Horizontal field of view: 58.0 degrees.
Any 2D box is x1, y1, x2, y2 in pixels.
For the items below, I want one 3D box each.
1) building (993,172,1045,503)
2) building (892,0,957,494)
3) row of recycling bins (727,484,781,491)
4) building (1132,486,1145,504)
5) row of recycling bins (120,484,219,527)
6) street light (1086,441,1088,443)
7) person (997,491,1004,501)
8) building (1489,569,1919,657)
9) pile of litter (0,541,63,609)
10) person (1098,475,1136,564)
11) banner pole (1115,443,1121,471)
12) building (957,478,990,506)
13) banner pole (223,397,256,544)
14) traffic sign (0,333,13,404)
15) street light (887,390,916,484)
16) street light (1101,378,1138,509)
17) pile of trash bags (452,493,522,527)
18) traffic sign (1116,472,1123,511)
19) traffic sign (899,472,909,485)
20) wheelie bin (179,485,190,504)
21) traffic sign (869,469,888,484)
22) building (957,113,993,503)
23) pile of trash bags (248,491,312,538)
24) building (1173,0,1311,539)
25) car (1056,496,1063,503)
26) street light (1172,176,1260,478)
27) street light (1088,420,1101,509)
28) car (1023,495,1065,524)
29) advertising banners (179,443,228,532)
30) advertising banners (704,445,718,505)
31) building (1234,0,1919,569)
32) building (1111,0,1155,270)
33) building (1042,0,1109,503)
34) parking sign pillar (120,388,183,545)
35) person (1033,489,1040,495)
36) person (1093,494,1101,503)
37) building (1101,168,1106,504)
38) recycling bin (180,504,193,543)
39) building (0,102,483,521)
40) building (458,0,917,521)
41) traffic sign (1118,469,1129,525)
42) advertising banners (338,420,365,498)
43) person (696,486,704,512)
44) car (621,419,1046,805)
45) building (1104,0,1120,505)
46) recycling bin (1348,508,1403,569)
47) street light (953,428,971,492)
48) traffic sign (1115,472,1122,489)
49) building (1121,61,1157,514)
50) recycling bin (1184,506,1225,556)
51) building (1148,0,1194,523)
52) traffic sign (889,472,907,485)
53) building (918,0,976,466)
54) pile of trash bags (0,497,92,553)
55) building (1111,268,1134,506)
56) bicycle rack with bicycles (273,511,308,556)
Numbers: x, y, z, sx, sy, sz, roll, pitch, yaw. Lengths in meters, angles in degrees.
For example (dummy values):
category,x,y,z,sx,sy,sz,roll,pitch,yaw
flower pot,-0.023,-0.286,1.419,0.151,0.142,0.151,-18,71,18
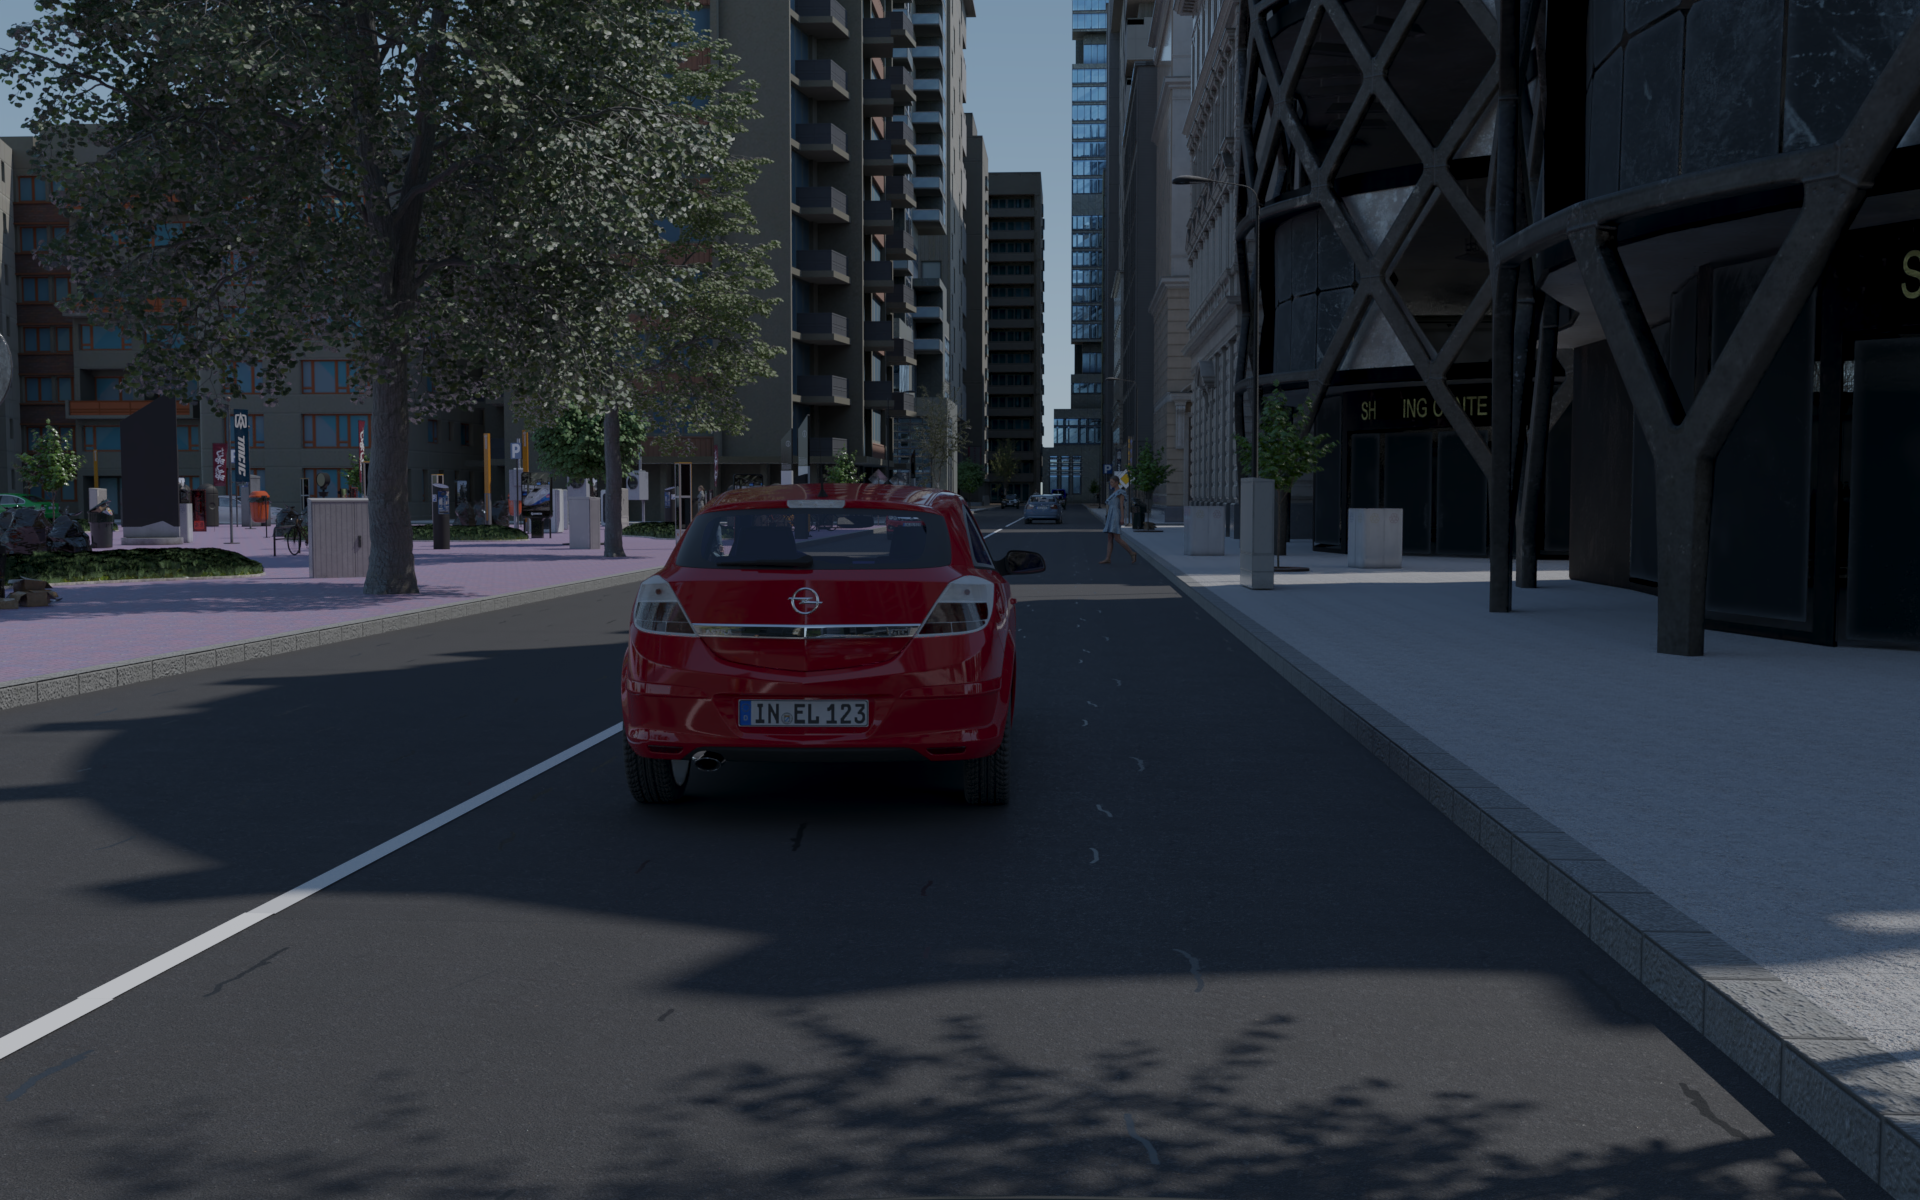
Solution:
category,x,y,z,sx,sy,sz,roll,pitch,yaw
building,1.185,-38.168,247.748,21.600,48.544,21.300,0,4,4
building,-11.032,-49.934,129.096,22.319,86.520,31.000,0,4,4
row of recycling bins,-7.516,-3.695,67.529,3.534,1.692,1.069,-3,5,-45
building,17.414,-15.867,124.059,10.561,19.102,19.286,0,4,4
row of recycling bins,-30.899,-3.708,67.736,3.534,1.692,1.069,-1,4,-19
street light,11.748,-10.985,152.140,1.470,5.913,1.316,0,4,4
person,5.694,-13.851,234.599,1.348,1.869,0.705,2,4,25
building,13.782,-9.136,16.820,16.820,18.784,16.811,0,4,4
pile of litter,-10.937,-0.365,19.932,1.176,0.858,1.719,1,4,11
person,3.218,-1.646,35.500,0.778,1.811,0.616,0,4,-5
banner pole,7.697,-5.783,84.571,0.401,3.779,0.863,-1,4,-20
building,-13.071,-30.653,193.061,32.217,40.220,23.993,0,4,4
banner pole,-18.688,-3.349,44.780,0.401,3.779,0.863,2,4,26
traffic sign,-7.018,-0.738,12.177,0.768,2.556,0.104,0,4,7
street light,-2.679,-6.428,77.644,1.470,5.913,1.316,0,4,4
street light,6.505,-5.911,69.181,1.470,5.913,1.316,0,4,4
pile of trash bags,-18.243,-3.538,67.598,3.447,1.369,1.912,3,4,37
traffic sign,7.129,-4.498,77.192,0.795,2.450,0.064,0,4,4
traffic sign,-2.680,-4.863,81.634,0.606,2.300,0.079,1,4,10
wheelie bin,-27.514,-3.246,60.975,0.693,1.594,0.980,-3,5,-42
traffic sign,-3.294,-4.050,69.864,0.795,2.450,0.064,0,4,4
building,-7.449,-36.329,217.680,21.600,48.544,21.300,0,4,4
pile of trash bags,-19.846,-2.581,51.953,1.912,1.369,3.447,2,4,27
building,13.151,-13.983,57.502,11.050,23.489,19.941,0,4,4
car,5.820,-6.325,115.780,2.083,1.381,4.827,0,4,4
street light,3.790,-3.233,25.400,1.470,5.913,1.316,0,4,4
street light,8.957,-8.339,108.882,1.470,5.913,1.316,0,4,4
car,4.054,-4.401,83.961,2.014,1.417,4.499,0,4,5
advertising banners,-25.952,-3.836,58.901,2.074,3.025,0.090,-2,4,-23
advertising banners,-8.930,-4.034,62.138,0.090,3.025,2.074,-1,4,-21
building,14.683,-10.503,39.171,16.820,18.784,16.811,0,4,4
building,29.288,-35.449,168.831,28.713,52.752,27.495,0,4,4
building,27.465,-57.050,245.441,31.000,86.520,22.319,0,4,4
parking sign pillar,-20.493,-3.385,43.821,1.447,3.967,1.447,-1,4,-21
person,5.631,-7.313,128.266,0.606,1.804,0.583,-1,4,-14
person,18.504,-13.646,232.428,1.217,1.723,0.721,1,4,13
building,24.937,-32.757,219.166,14.154,41.232,14.086,0,4,4
recycling bin,-20.641,-2.021,45.596,0.722,1.027,0.722,-1,4,-16
building,-40.170,-15.252,94.407,28.899,21.520,27.650,0,4,4
building,-14.020,-26.789,92.620,22.147,44.769,28.867,0,4,4
traffic sign,6.629,-4.011,69.222,0.795,2.450,0.064,0,4,4
advertising banners,-14.115,-2.697,40.285,0.090,3.025,2.074,0,4,-2
person,-11.208,-3.993,74.054,0.573,1.790,0.520,-1,4,-11
car,-0.598,-0.028,9.492,2.155,1.783,4.494,0,4,2
building,27.041,-40.040,196.652,21.231,58.520,28.212,0,4,4
recycling bin,7.213,-1.073,30.099,0.722,1.027,0.722,-1,4,-11
street light,0.058,-9.100,121.326,1.470,5.913,1.316,0,4,4
traffic sign,7.271,-4.656,78.251,0.606,2.300,0.079,0,4,4
building,17.022,-18.878,102.166,14.314,27.812,24.014,0,4,4
recycling bin,5.115,-1.451,36.280,0.722,1.027,0.722,0,4,-5
building,19.304,-18.152,82.682,20.117,28.700,13.634,0,4,4
traffic sign,-2.794,-4.538,77.833,0.795,2.450,0.064,0,4,4
building,-13.396,-35.327,166.838,28.713,52.752,27.495,0,4,4
pile of trash bags,-16.990,-1.258,30.316,1.912,1.369,3.447,1,4,14
building,17.525,-17.959,142.772,9.793,20.994,18.267,0,4,4
bicycle rack with bicycles,-13.221,-1.434,36.833,2.852,0.926,2.925,0,4,-4
